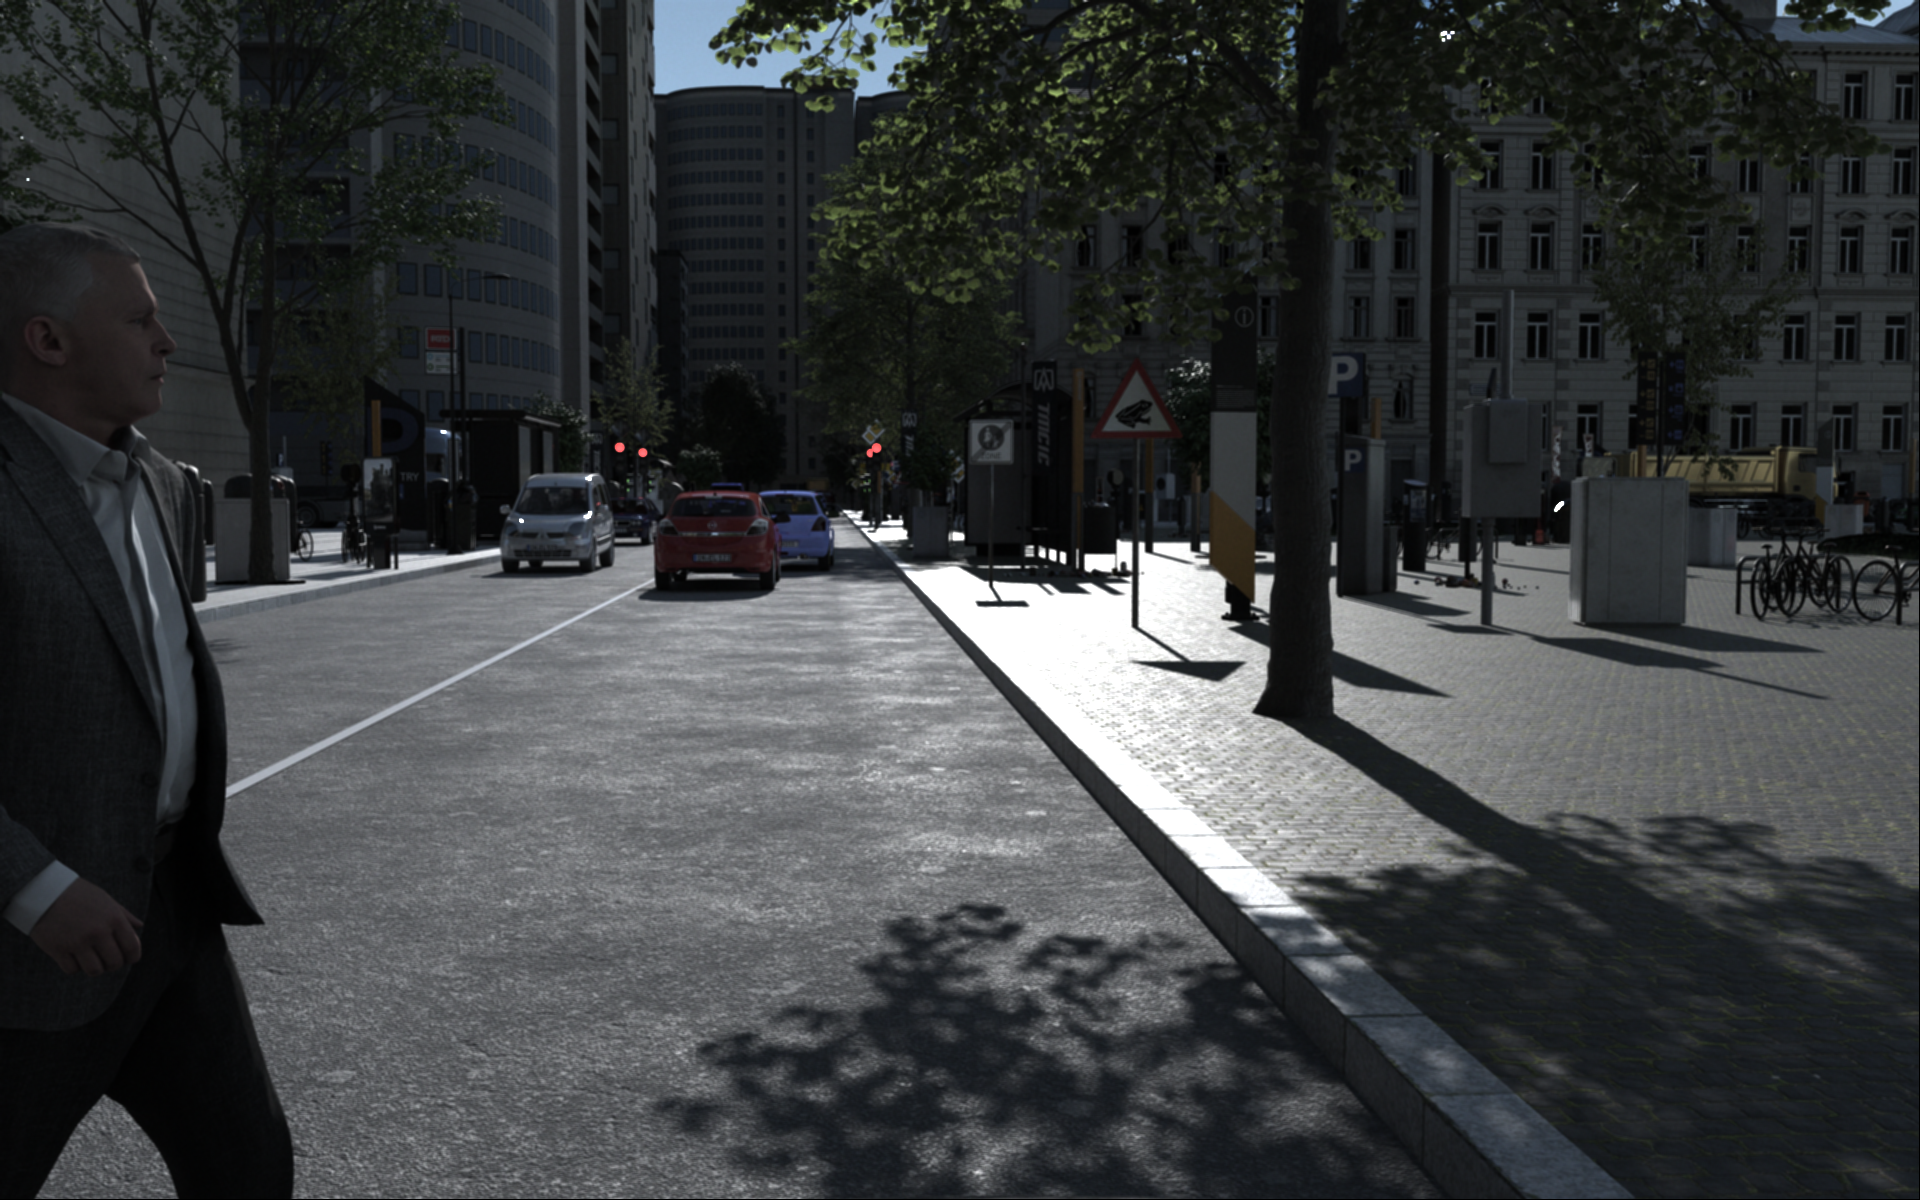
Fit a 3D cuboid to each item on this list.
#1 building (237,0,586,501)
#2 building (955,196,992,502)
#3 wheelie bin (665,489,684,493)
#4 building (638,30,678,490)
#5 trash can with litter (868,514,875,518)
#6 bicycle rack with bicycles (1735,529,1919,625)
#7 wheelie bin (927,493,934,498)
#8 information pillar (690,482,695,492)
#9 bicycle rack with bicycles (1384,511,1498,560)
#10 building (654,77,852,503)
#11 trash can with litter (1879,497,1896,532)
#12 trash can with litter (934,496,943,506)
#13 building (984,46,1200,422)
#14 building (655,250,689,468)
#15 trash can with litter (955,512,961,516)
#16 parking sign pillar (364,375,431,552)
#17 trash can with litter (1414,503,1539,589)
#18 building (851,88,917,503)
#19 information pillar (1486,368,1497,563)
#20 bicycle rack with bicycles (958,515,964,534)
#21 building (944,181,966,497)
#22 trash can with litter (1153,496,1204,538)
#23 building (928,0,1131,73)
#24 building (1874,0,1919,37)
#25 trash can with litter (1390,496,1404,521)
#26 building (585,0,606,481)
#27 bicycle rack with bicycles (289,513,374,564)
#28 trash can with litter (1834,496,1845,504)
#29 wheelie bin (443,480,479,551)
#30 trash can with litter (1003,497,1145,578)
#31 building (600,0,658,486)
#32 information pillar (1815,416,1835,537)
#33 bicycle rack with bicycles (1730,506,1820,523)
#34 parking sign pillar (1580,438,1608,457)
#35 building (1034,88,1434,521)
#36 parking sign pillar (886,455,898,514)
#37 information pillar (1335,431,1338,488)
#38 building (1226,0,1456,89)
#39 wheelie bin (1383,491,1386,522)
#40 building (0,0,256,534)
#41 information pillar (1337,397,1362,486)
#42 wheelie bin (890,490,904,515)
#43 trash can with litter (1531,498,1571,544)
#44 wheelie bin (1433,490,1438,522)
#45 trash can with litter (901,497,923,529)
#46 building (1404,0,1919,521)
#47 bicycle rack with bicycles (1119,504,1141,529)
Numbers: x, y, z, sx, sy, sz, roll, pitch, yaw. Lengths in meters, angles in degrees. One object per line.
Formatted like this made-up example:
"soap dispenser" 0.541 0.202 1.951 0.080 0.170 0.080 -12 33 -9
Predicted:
"building" -32.496 -33.643 92.067 21.231 58.520 28.212 0 4 -4
"building" 6.196 -20.698 135.670 12.463 27.353 25.104 0 4 -4
"wheelie bin" -15.000 -4.986 89.427 0.980 1.594 0.693 -3 5 -43
"building" -40.536 -45.460 181.528 20.563 71.187 20.611 0 4 -4
"trash can with litter" -4.780 -5.022 93.494 0.624 1.170 1.055 -1 4 -19
"bicycle rack with bicycles" 9.303 -0.293 18.178 2.925 0.926 2.852 -2 4 -29
"wheelie bin" -2.164 -7.463 129.925 0.693 1.594 0.980 1 4 20
"information pillar" -16.052 -6.066 103.674 0.304 2.012 0.304 -2 4 -34
"bicycle rack with bicycles" 9.261 -1.305 34.718 2.925 0.926 2.852 -2 4 -34
"building" -29.220 -43.143 247.391 28.212 58.520 21.231 0 4 -4
"trash can with litter" 26.941 -2.395 50.215 1.678 1.210 2.233 2 4 33
"trash can with litter" -0.978 -5.000 93.137 0.624 1.170 1.055 -1 4 -23
"building" 9.187 -19.804 111.185 14.401 28.519 23.554 0 4 -4
"building" -39.372 -26.518 205.270 14.107 30.474 14.160 0 4 -4
"trash can with litter" -1.003 -5.540 101.635 2.233 1.210 1.678 0 4 2
"parking sign pillar" -12.738 -3.095 39.081 1.447 3.967 1.447 -1 4 -14
"trash can with litter" 7.295 -0.821 24.480 1.678 1.210 2.233 1 4 17
"building" -0.842 -43.231 248.823 28.212 58.520 21.231 0 4 -4
"information pillar" 9.789 -2.484 31.972 0.183 3.616 0.504 2 4 28
"bicycle rack with bicycles" 1.555 -2.547 55.029 2.852 0.926 2.925 -2 4 -24
"building" 5.440 -23.542 156.615 14.160 30.474 14.107 0 4 -4
"trash can with litter" 6.429 -2.477 51.562 1.678 1.210 2.233 1 4 17
"building" 7.179 -38.874 177.595 21.231 58.520 28.212 0 4 -4
"building" 57.135 -18.609 90.169 20.117 28.700 13.634 0 4 -4
"trash can with litter" 20.592 -4.233 80.602 1.055 1.170 0.624 0 4 5
"building" -39.056 -30.995 130.478 21.300 48.544 21.600 0 4 -4
"bicycle rack with bicycles" -11.860 -1.178 32.650 2.852 0.926 2.925 0 4 -4
"trash can with litter" 64.221 -6.925 124.284 2.233 1.210 1.678 -1 4 -17
"wheelie bin" -11.326 -1.925 39.378 0.693 1.594 0.980 0 4 -4
"trash can with litter" 1.803 -0.986 27.173 2.233 1.210 1.678 0 4 3
"building" -42.217 -34.767 157.682 28.713 52.752 27.495 0 4 -4
"information pillar" 26.069 -3.720 52.174 0.183 3.616 0.504 -3 5 -41
"bicycle rack with bicycles" 22.980 -2.213 49.561 2.925 0.926 2.852 -1 4 -20
"parking sign pillar" 28.261 -5.429 77.230 1.447 3.967 1.447 -3 4 -36
"building" 13.009 -14.449 85.385 18.267 20.994 9.793 0 4 -4
"parking sign pillar" -4.729 -7.642 113.412 1.447 3.967 1.447 -3 4 -36
"information pillar" 14.008 -4.459 64.257 0.183 3.616 0.504 0 4 -2
"building" 45.580 -54.670 206.518 31.000 86.520 22.319 0 4 -4
"wheelie bin" 17.743 -4.042 73.988 0.693 1.594 0.980 -3 5 -42
"building" -42.772 -16.330 43.414 44.131 29.872 17.030 0 4 -4
"information pillar" 6.972 -2.410 30.757 0.183 3.616 0.504 -1 4 -20
"wheelie bin" -3.817 -5.879 104.036 0.980 1.594 0.693 3 5 42
"trash can with litter" 15.378 -2.045 44.819 1.055 1.170 0.624 0 4 -5
"wheelie bin" 20.335 -4.120 75.263 0.693 1.594 0.980 -2 4 -26
"trash can with litter" -1.614 -3.159 63.044 1.055 1.170 0.624 0 4 -1
"building" 34.634 -17.777 87.910 25.104 27.353 12.463 0 4 -4
"bicycle rack with bicycles" 5.162 -3.069 63.556 2.925 0.926 2.852 -3 5 -45
